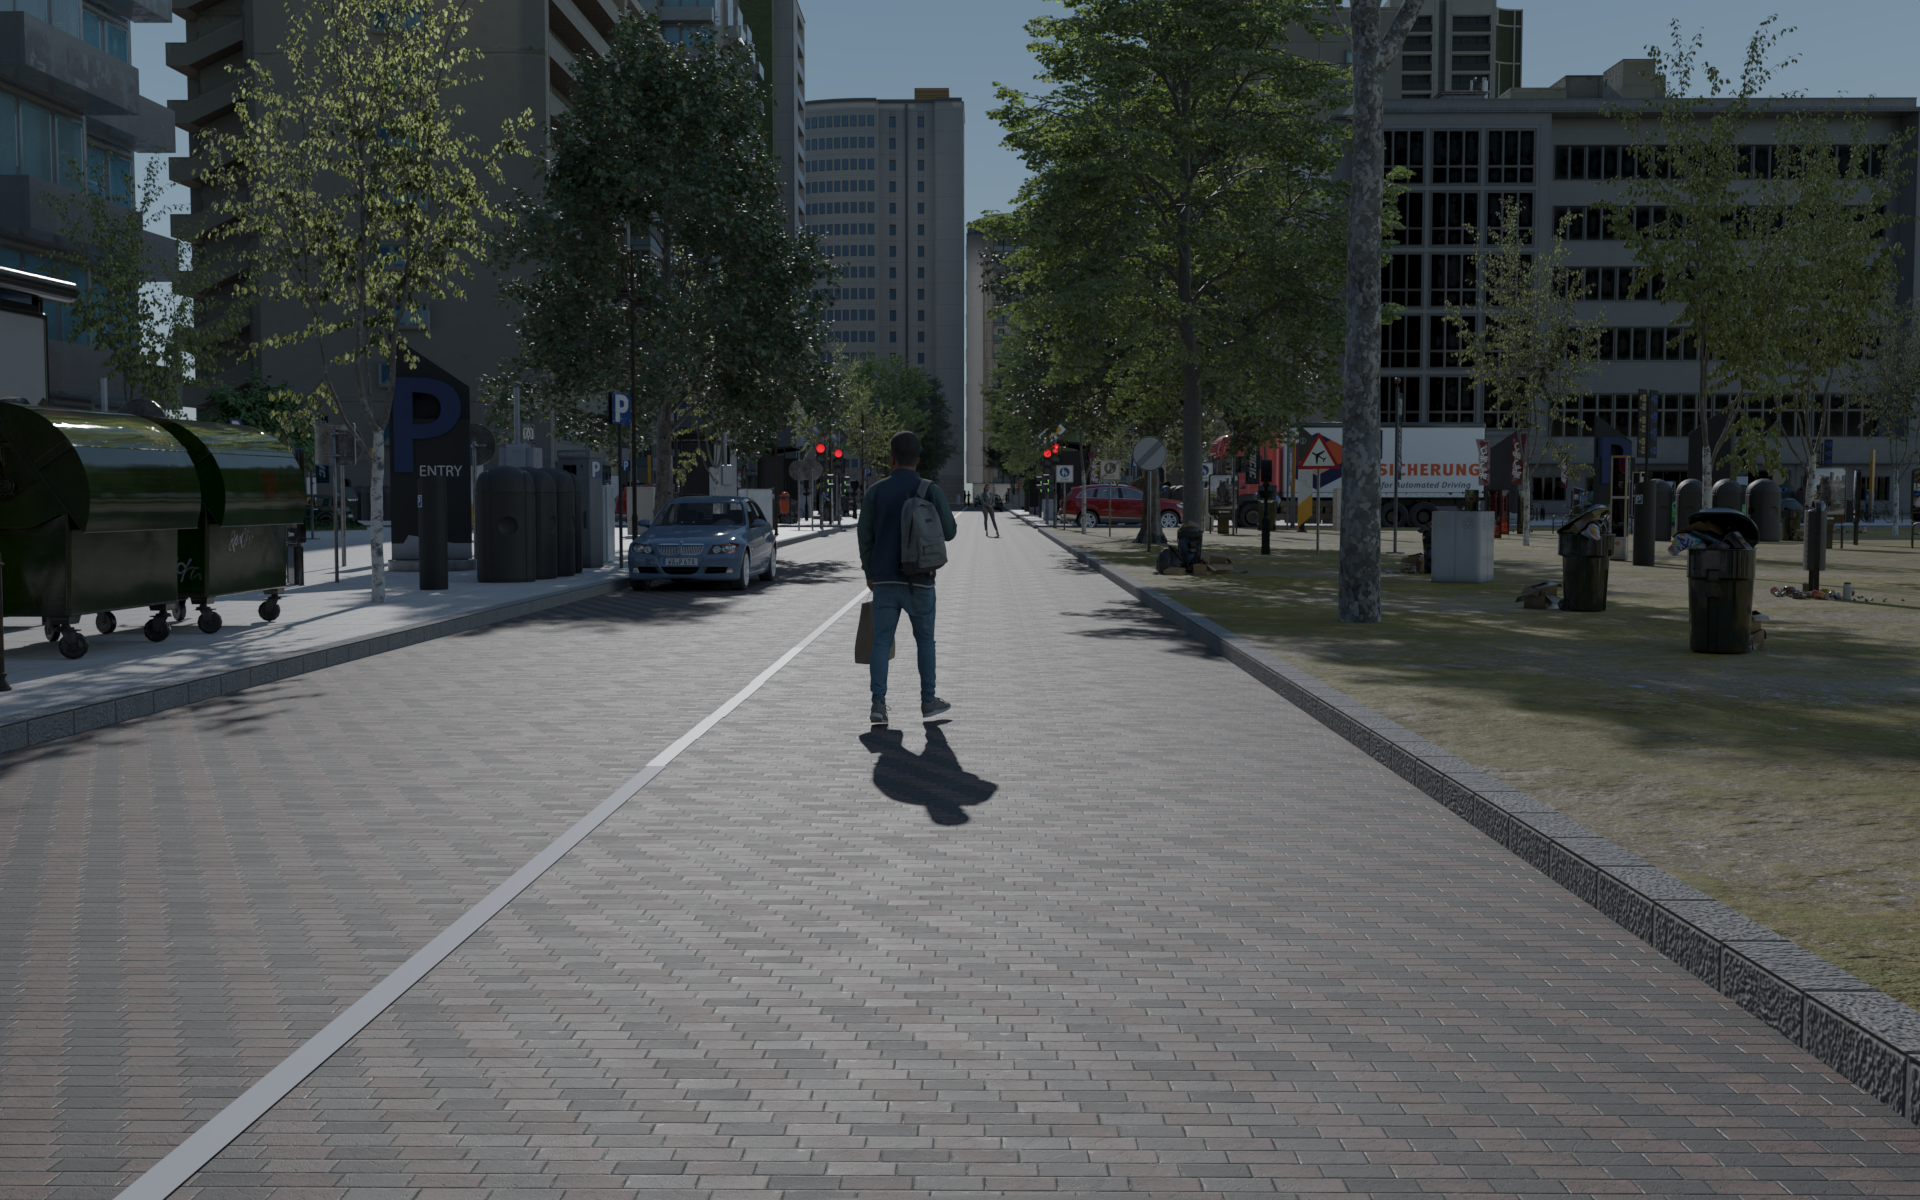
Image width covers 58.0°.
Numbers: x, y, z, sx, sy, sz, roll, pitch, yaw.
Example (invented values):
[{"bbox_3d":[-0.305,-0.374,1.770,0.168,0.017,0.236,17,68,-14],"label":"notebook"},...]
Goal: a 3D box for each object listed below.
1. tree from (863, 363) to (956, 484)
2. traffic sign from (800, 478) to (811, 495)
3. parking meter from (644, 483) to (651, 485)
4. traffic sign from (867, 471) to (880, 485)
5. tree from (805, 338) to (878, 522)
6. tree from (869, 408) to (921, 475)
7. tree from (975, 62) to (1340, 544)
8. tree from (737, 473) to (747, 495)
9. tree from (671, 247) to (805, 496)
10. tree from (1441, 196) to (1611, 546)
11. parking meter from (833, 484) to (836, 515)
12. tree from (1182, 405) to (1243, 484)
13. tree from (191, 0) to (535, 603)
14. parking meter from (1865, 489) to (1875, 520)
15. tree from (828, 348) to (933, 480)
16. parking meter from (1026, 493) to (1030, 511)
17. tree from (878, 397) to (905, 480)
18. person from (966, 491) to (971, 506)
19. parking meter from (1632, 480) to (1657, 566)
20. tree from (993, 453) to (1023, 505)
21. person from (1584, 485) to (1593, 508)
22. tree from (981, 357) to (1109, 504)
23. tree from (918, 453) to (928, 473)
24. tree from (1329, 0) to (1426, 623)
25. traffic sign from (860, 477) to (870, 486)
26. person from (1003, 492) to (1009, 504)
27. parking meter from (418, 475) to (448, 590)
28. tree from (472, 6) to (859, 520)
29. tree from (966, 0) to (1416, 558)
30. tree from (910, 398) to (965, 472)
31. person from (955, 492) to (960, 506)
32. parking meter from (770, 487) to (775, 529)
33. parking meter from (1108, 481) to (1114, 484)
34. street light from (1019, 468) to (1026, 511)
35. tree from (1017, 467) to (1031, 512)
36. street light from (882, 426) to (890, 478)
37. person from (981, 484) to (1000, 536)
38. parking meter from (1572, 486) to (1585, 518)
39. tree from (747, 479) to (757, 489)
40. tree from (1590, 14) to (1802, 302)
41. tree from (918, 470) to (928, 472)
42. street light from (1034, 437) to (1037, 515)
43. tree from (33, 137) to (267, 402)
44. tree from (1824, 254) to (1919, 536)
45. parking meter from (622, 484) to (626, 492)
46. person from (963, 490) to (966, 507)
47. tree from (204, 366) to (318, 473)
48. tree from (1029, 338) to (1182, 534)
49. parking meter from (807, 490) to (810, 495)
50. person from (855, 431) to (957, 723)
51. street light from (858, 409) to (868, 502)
[{"bbox_3d":[-4.997,-16.118,170.180,9.857,13.997,8.962,0,3,0],"label":"tree"},{"bbox_3d":[-8.670,-5.886,96.335,0.768,2.556,0.104,0,4,7],"label":"traffic sign"},{"bbox_3d":[-16.006,-5.089,88.911,0.255,1.863,0.399,-2,4,-32],"label":"parking meter"},{"bbox_3d":[-4.906,-6.063,99.137,0.884,2.594,0.081,1,4,10],"label":"traffic sign"},{"bbox_3d":[-6.245,-7.974,80.732,4.360,8.622,3.978,0,3,0],"label":"tree"},{"bbox_3d":[-5.124,-11.770,142.807,4.737,8.622,4.395,0,3,0],"label":"tree"},{"bbox_3d":[5.042,-7.819,44.845,9.611,12.733,9.660,0,3,0],"label":"tree"},{"bbox_3d":[-16.526,-8.099,127.019,1.663,3.219,1.824,0,3,0],"label":"tree"},{"bbox_3d":[-6.984,-6.071,49.631,4.360,8.622,3.978,0,3,0],"label":"tree"},{"bbox_3d":[13.966,-5.636,42.516,4.360,8.622,3.978,0,3,0],"label":"tree"},{"bbox_3d":[-7.379,-5.838,101.170,0.255,1.863,0.399,-3,4,-37],"label":"parking meter"},{"bbox_3d":[11.525,-7.845,78.631,4.360,8.622,3.978,0,3,0],"label":"tree"},{"bbox_3d":[-6.984,-4.288,20.468,4.360,8.622,3.978,0,3,0],"label":"tree"},{"bbox_3d":[43.917,-4.599,83.602,0.372,1.533,0.369,0,3,0],"label":"parking meter"},{"bbox_3d":[-5.654,-12.021,122.299,9.928,11.665,9.643,0,3,0],"label":"tree"},{"bbox_3d":[5.075,-7.578,129.611,0.255,1.863,0.399,0,4,7],"label":"parking meter"},{"bbox_3d":[-5.610,-9.427,104.485,4.360,8.622,3.978,0,3,0],"label":"tree"},{"bbox_3d":[0.963,-11.769,200.856,0.705,1.831,1.348,-2,4,-35],"label":"person"},{"bbox_3d":[12.259,-1.383,31.021,0.372,1.533,0.369,0,3,0],"label":"parking meter"},{"bbox_3d":[6.187,-15.867,209.792,4.737,8.622,4.395,0,3,0],"label":"tree"},{"bbox_3d":[24.548,-3.579,67.008,0.794,1.824,0.713,-3,4,-38],"label":"person"},{"bbox_3d":[5.092,-10.042,98.601,7.601,10.594,8.767,1,4,12],"label":"tree"},{"bbox_3d":[-4.492,-14.900,193.973,4.360,8.622,3.978,0,3,0],"label":"tree"},{"bbox_3d":[5.345,-9.802,16.157,12.611,20.169,13.585,0,3,0],"label":"tree"},{"bbox_3d":[-7.000,-7.815,127.880,0.768,2.556,0.104,0,4,3],"label":"traffic sign"},{"bbox_3d":[6.059,-13.407,228.416,0.721,1.735,1.217,-3,5,-44],"label":"person"},{"bbox_3d":[-7.064,-0.905,23.216,0.372,1.533,0.369,0,3,0],"label":"parking meter"},{"bbox_3d":[-6.951,-7.581,40.954,9.611,12.733,9.660,0,3,0],"label":"tree"},{"bbox_3d":[3.669,-6.826,29.737,7.486,12.596,7.792,0,3,0],"label":"tree"},{"bbox_3d":[-4.438,-18.318,209.873,12.009,13.543,11.850,0,3,0],"label":"tree"},{"bbox_3d":[-0.214,-12.394,211.805,0.621,1.740,0.551,3,5,40],"label":"person"},{"bbox_3d":[-6.984,-3.399,63.988,0.372,1.533,0.369,0,3,0],"label":"parking meter"},{"bbox_3d":[6.827,-4.447,78.424,0.255,1.863,0.399,0,4,2],"label":"parking meter"},{"bbox_3d":[4.766,-9.390,126.316,0.468,5.910,1.993,0,4,1],"label":"street light"},{"bbox_3d":[4.951,-7.885,123.525,1.663,3.219,1.824,0,3,0],"label":"tree"},{"bbox_3d":[-4.954,-8.739,115.674,0.468,5.910,1.993,0,4,1],"label":"street light"},{"bbox_3d":[1.031,-3.080,59.135,0.520,1.790,0.573,-3,5,-39],"label":"person"},{"bbox_3d":[20.516,-2.999,57.442,0.372,1.533,0.369,0,3,0],"label":"parking meter"},{"bbox_3d":[-13.563,-7.690,120.340,1.663,3.219,1.824,0,3,0],"label":"tree"},{"bbox_3d":[12.007,-4.693,27.093,4.737,8.622,4.395,0,3,0],"label":"tree"},{"bbox_3d":[-4.701,-12.488,187.886,4.285,4.588,4.351,0,3,0],"label":"tree"},{"bbox_3d":[4.552,-8.080,104.901,0.468,5.910,1.993,0,4,1],"label":"street light"},{"bbox_3d":[-17.266,-5.277,36.641,4.737,8.622,4.395,0,3,0],"label":"tree"},{"bbox_3d":[28.342,-6.236,52.329,4.360,8.622,3.978,0,3,0],"label":"tree"},{"bbox_3d":[-19.599,-5.859,101.506,0.255,1.863,0.399,1,4,19],"label":"parking meter"},{"bbox_3d":[0.528,-11.616,198.058,0.705,1.869,1.348,0,4,1],"label":"person"},{"bbox_3d":[-18.057,-3.728,44.663,4.285,4.588,4.351,0,3,0],"label":"tree"},{"bbox_3d":[4.176,-6.400,55.002,4.360,8.622,3.978,0,3,0],"label":"tree"},{"bbox_3d":[-8.906,-5.735,102.175,0.372,1.533,0.369,0,3,0],"label":"parking meter"},{"bbox_3d":[-0.392,-0.144,10.844,0.794,1.824,0.713,2,4,25],"label":"person"},{"bbox_3d":[-5.305,-7.443,94.488,0.468,5.910,1.993,0,4,1],"label":"street light"}]
